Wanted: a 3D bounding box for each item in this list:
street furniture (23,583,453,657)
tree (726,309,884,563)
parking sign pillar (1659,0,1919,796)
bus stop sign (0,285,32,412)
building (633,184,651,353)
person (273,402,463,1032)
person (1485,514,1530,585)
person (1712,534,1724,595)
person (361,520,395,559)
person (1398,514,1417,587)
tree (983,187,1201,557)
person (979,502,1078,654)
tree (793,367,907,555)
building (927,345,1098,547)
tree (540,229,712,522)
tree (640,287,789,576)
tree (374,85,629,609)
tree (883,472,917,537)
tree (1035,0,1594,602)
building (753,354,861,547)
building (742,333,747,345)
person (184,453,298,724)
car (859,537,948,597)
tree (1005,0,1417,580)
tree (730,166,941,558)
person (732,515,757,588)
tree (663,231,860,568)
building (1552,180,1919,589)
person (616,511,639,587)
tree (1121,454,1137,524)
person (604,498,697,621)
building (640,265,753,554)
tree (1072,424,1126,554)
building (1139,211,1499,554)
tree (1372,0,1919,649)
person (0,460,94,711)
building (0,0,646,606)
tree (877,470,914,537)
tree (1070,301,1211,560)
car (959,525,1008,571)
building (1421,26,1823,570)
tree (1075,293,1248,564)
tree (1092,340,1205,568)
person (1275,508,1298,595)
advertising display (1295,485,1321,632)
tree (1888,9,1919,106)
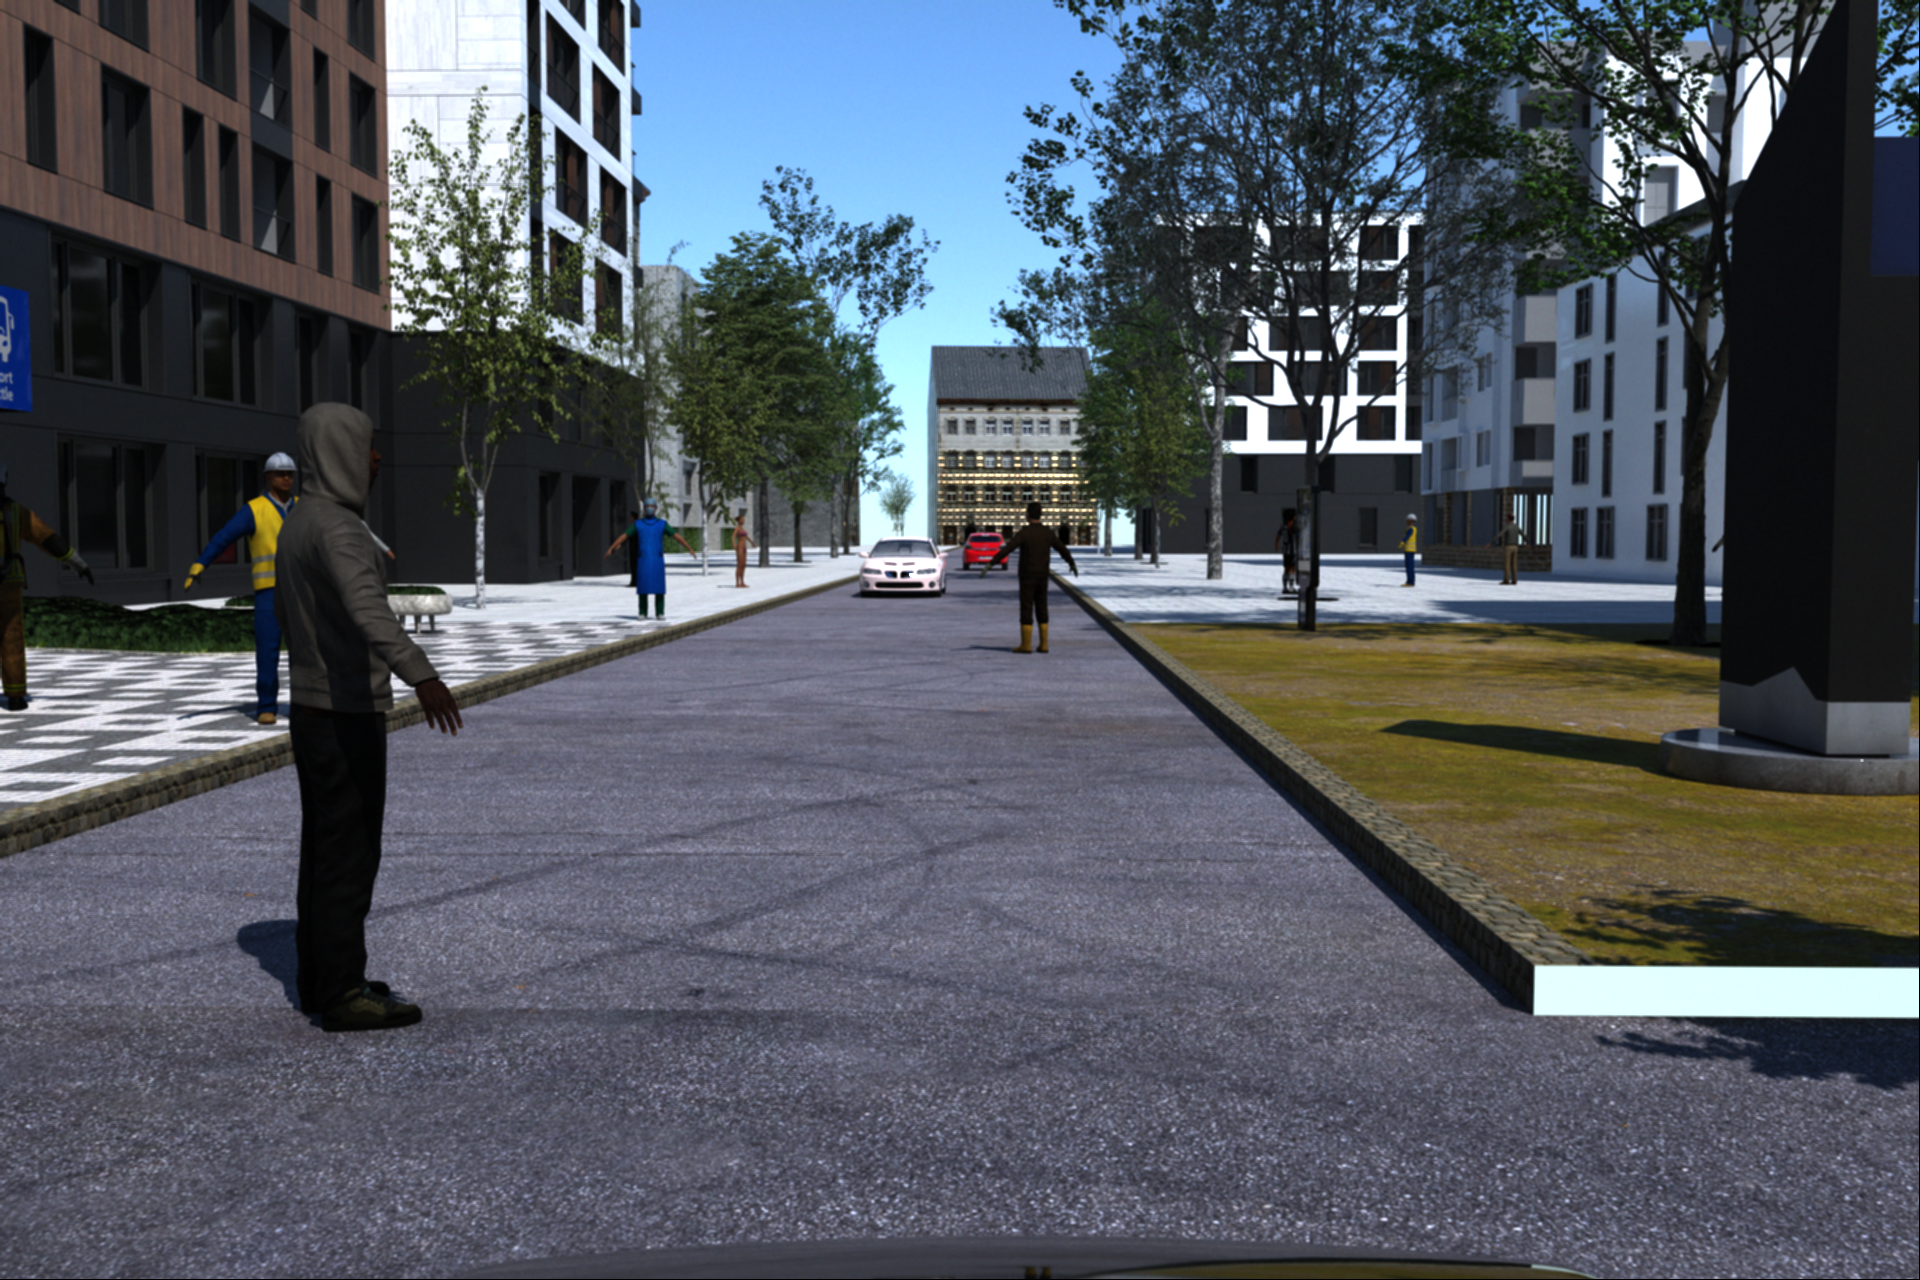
[{"bbox_3d":[-11.287,-0.339,21.175,10.072,0.657,5.734,1,4,12],"label":"street furniture"},{"bbox_3d":[-7.212,-9.297,77.756,9.928,11.665,9.643,0,3,0],"label":"tree"},{"bbox_3d":[4.492,-1.260,9.074,1.447,3.967,1.447,0,4,2],"label":"parking sign pillar"},{"bbox_3d":[-6.709,-1.366,11.345,0.837,3.901,0.837,0,4,1],"label":"bus stop sign"},{"bbox_3d":[-23.684,-14.498,67.967,19.493,23.208,18.063,0,4,2],"label":"building"},{"bbox_3d":[-1.801,0.213,5.108,0.705,1.813,1.348,-2,4,-35],"label":"person"},{"bbox_3d":[13.923,-2.299,43.864,1.348,1.796,0.705,-1,4,-21],"label":"person"},{"bbox_3d":[16.004,-1.841,35.875,0.705,1.856,1.354,0,4,-2],"label":"person"},{"bbox_3d":[-9.185,-1.232,26.329,1.347,1.806,0.705,2,4,24],"label":"person"},{"bbox_3d":[10.900,-2.189,42.256,0.721,1.772,1.216,2,4,29],"label":"person"},{"bbox_3d":[7.621,-14.758,97.187,12.611,20.169,13.585,0,3,0],"label":"tree"},{"bbox_3d":[0.874,-0.750,20.861,1.346,1.812,0.704,-2,4,-27],"label":"person"},{"bbox_3d":[-6.830,-11.012,105.804,9.928,11.665,9.643,0,3,0],"label":"tree"},{"bbox_3d":[5.728,-22.509,201.408,18.063,23.208,19.493,0,4,-4],"label":"building"},{"bbox_3d":[-7.462,-5.572,41.460,4.360,8.622,3.978,0,3,0],"label":"tree"},{"bbox_3d":[-7.494,-6.236,52.326,4.737,8.622,4.395,0,3,0],"label":"tree"},{"bbox_3d":[-8.058,-4.844,29.570,4.737,8.622,4.395,0,3,0],"label":"tree"},{"bbox_3d":[-6.540,-15.496,203.715,4.360,8.622,3.978,0,3,0],"label":"tree"},{"bbox_3d":[6.840,-7.511,33.181,12.009,13.543,11.850,0,3,0],"label":"tree"},{"bbox_3d":[-20.309,-21.117,176.187,19.493,23.208,18.063,0,4,2],"label":"building"},{"bbox_3d":[-24.858,-17.994,150.626,16.016,20.090,11.380,0,4,1],"label":"building"},{"bbox_3d":[-4.608,-0.357,11.811,1.349,1.833,0.705,-3,5,-41],"label":"person"},{"bbox_3d":[-1.299,-1.740,40.803,2.083,1.381,4.827,0,4,1],"label":"car"},{"bbox_3d":[7.146,-11.869,49.941,12.611,20.169,13.585,0,3,0],"label":"tree"},{"bbox_3d":[-8.161,-14.436,91.910,12.611,20.169,13.585,0,3,0],"label":"tree"},{"bbox_3d":[-5.182,-2.125,41.542,0.721,1.733,1.217,1,4,17],"label":"person"},{"bbox_3d":[-7.862,-9.030,65.774,7.486,12.596,7.792,0,3,0],"label":"tree"},{"bbox_3d":[23.035,-6.060,41.228,9.099,9.664,28.070,0,4,1],"label":"building"},{"bbox_3d":[-7.876,-2.200,41.899,0.705,1.837,1.347,1,4,20],"label":"person"},{"bbox_3d":[22.694,-17.842,198.376,9.857,13.997,8.962,0,3,0],"label":"tree"},{"bbox_3d":[-4.595,-1.199,25.737,1.347,1.817,0.704,-1,4,-8],"label":"person"},{"bbox_3d":[-26.381,-16.122,130.052,16.747,18.905,31.486,0,4,2],"label":"building"},{"bbox_3d":[8.925,-9.802,110.628,4.737,8.622,4.395,0,3,0],"label":"tree"},{"bbox_3d":[26.775,-17.259,126.163,27.936,21.610,32.646,0,4,1],"label":"building"},{"bbox_3d":[8.546,-5.735,19.517,9.928,11.665,9.643,0,3,0],"label":"tree"},{"bbox_3d":[-7.014,-0.415,12.550,1.354,1.858,0.705,-2,4,-34],"label":"person"},{"bbox_3d":[-24.963,-12.094,41.717,27.936,21.610,32.646,0,4,2],"label":"building"},{"bbox_3d":[-6.938,-15.138,197.874,4.360,8.622,3.978,0,3,0],"label":"tree"},{"bbox_3d":[8.977,-10.163,84.298,7.486,12.596,7.792,0,3,0],"label":"tree"},{"bbox_3d":[1.024,-3.690,69.376,2.155,1.783,4.494,0,4,1],"label":"car"},{"bbox_3d":[24.424,-13.125,71.015,16.016,20.090,11.380,0,4,1],"label":"building"},{"bbox_3d":[8.403,-9.039,73.536,9.928,11.665,9.643,0,3,0],"label":"tree"},{"bbox_3d":[7.277,-6.999,64.792,4.737,8.622,4.395,0,3,0],"label":"tree"},{"bbox_3d":[7.047,-1.878,36.856,0.704,1.843,1.345,-2,4,-24],"label":"person"},{"bbox_3d":[4.628,-1.092,23.075,0.123,1.923,0.974,0,4,0],"label":"advertising display"},{"bbox_3d":[8.573,-3.789,12.310,4.360,8.622,3.978,0,3,0],"label":"tree"}]
